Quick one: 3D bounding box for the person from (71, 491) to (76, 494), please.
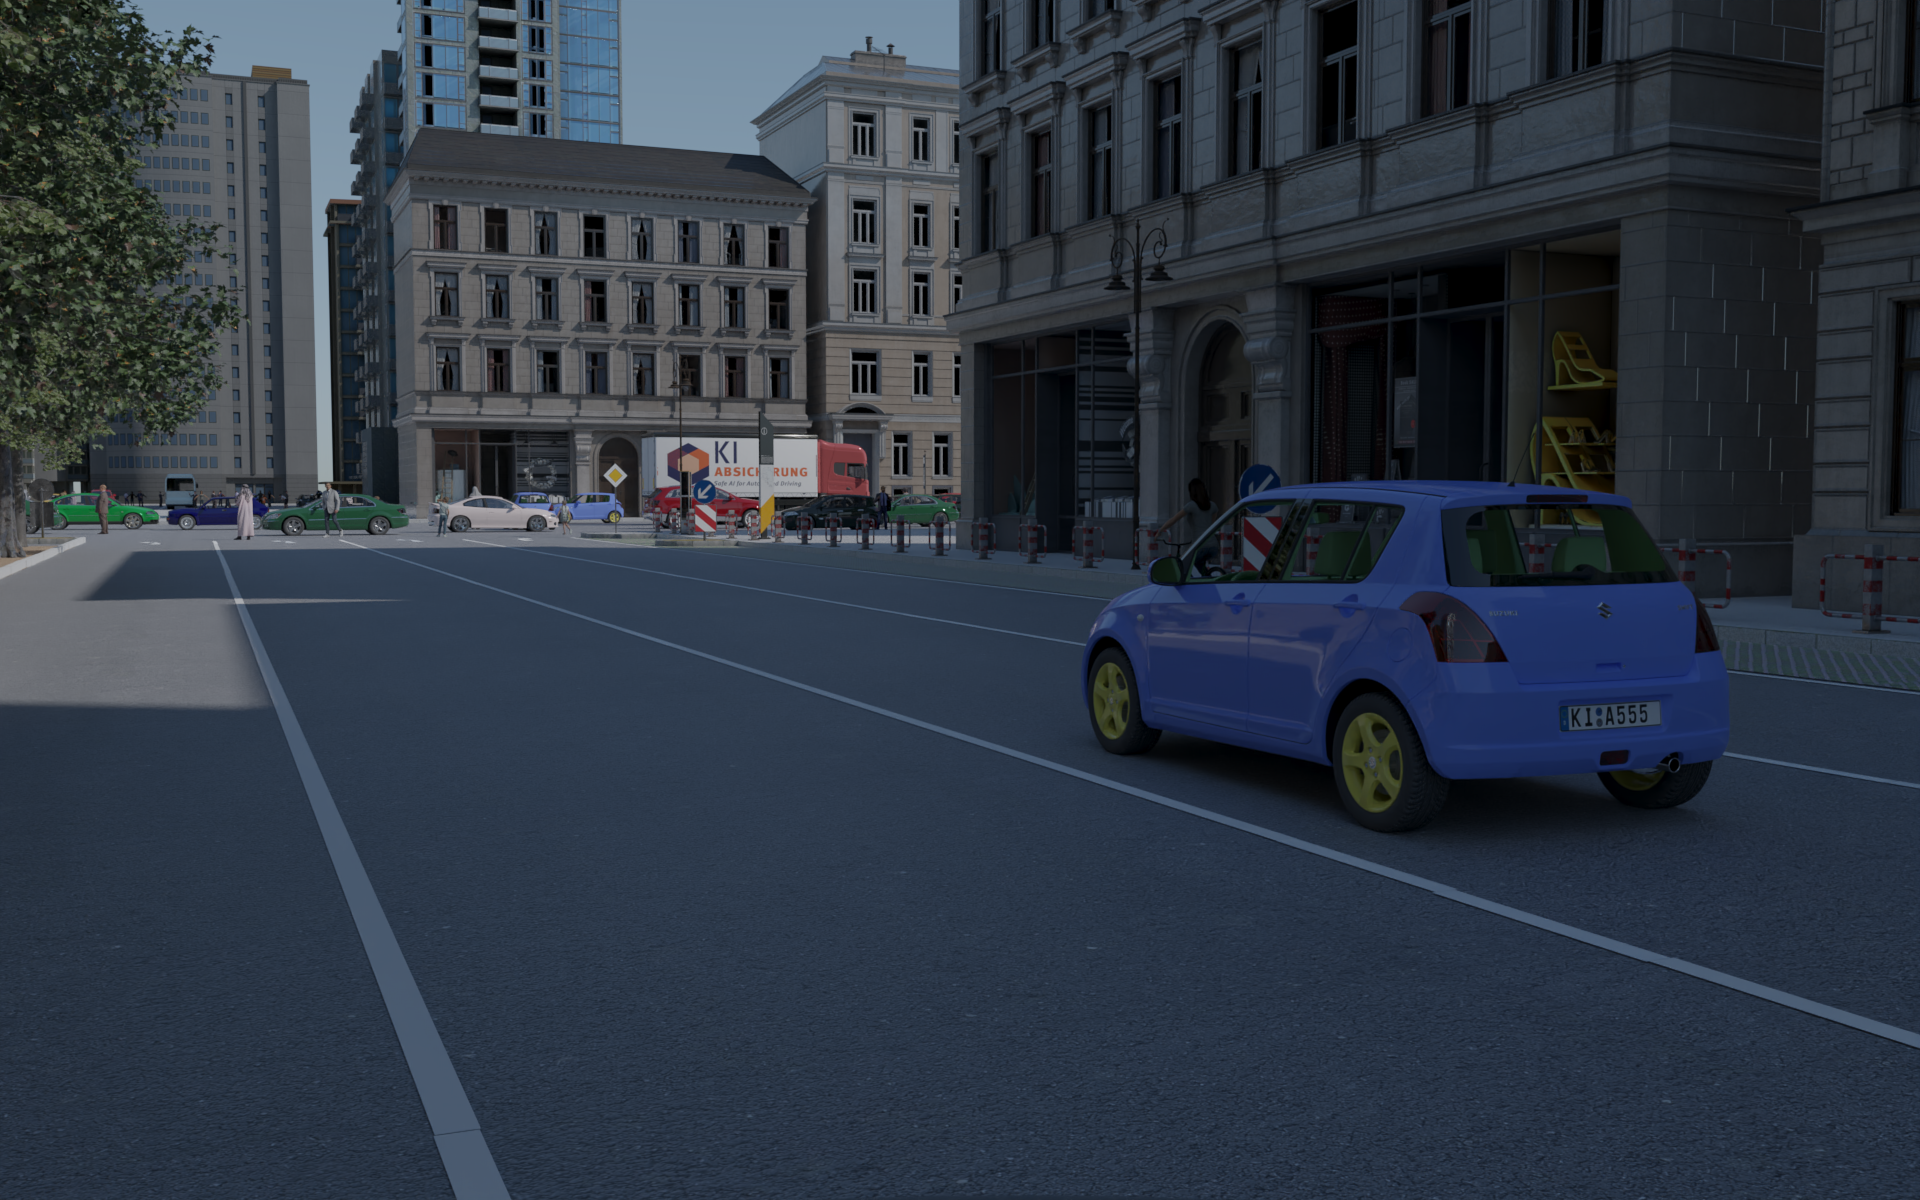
[{"bbox_3d":[-78.936,-8.871,154.217,0.621,1.740,0.551,2,4,31],"label":"person"}]

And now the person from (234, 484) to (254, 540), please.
[{"bbox_3d":[-22.369,-2.753,54.172,0.621,1.740,0.551,1,4,18],"label":"person"}]

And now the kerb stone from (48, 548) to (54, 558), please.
[{"bbox_3d":[-20.442,-1.011,38.754,0.120,0.150,1.000,-2,4,-24],"label":"kerb stone"}]

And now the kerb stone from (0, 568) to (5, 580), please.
[{"bbox_3d":[-16.703,-0.488,30.266,0.120,0.150,1.000,-2,4,-24],"label":"kerb stone"}]

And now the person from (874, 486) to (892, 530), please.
[{"bbox_3d":[-2.771,-3.259,62.602,0.655,1.722,0.431,-1,4,-18],"label":"person"}]

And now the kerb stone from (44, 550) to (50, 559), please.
[{"bbox_3d":[-20.026,-0.948,37.811,0.120,0.150,1.000,-2,4,-24],"label":"kerb stone"}]

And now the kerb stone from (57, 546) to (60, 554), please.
[{"bbox_3d":[-21.277,-1.128,40.631,0.120,0.150,1.000,-2,4,-24],"label":"kerb stone"}]

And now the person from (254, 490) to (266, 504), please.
[{"bbox_3d":[-70.195,-10.100,173.766,1.348,1.807,0.705,-3,5,-44],"label":"person"}]

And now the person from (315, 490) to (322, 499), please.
[{"bbox_3d":[-69.651,-11.010,188.140,1.348,1.869,0.705,-1,4,-21],"label":"person"}]

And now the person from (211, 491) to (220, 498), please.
[{"bbox_3d":[-62.572,-8.339,145.646,0.742,1.727,0.445,-1,4,-22],"label":"person"}]

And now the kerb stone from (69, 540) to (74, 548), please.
[{"bbox_3d":[-23.366,-1.414,45.358,0.120,0.150,1.000,-2,4,-24],"label":"kerb stone"}]

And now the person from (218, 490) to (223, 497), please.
[{"bbox_3d":[-84.128,-11.553,197.259,0.599,1.838,0.709,1,4,19],"label":"person"}]

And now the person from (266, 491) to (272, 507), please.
[{"bbox_3d":[-75.728,-11.093,189.889,0.705,1.822,1.348,-3,5,-44],"label":"person"}]

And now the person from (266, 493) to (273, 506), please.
[{"bbox_3d":[-86.208,-12.657,216.164,1.217,1.735,0.721,0,4,-5],"label":"person"}]

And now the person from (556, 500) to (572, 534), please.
[{"bbox_3d":[-14.034,-2.927,61.372,0.505,1.210,0.382,-2,4,-32],"label":"person"}]

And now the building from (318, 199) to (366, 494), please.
[{"bbox_3d":[-78.218,-36.536,251.987,28.867,44.769,22.147,-2,4,-24],"label":"building"}]

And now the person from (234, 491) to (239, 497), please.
[{"bbox_3d":[-90.355,-12.709,216.159,0.599,1.838,0.709,1,4,20],"label":"person"}]

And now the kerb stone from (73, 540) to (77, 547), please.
[{"bbox_3d":[-23.783,-1.473,46.296,0.120,0.150,1.000,-2,4,-24],"label":"kerb stone"}]

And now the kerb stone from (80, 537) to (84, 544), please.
[{"bbox_3d":[-25.024,-1.647,49.117,0.120,0.150,1.000,-2,4,-24],"label":"kerb stone"}]

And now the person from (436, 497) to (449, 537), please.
[{"bbox_3d":[-17.379,-2.799,58.180,0.435,1.345,0.340,-1,4,-19],"label":"person"}]

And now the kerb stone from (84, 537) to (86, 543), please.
[{"bbox_3d":[-25.443,-1.703,50.061,0.120,0.150,1.000,-2,4,-24],"label":"kerb stone"}]

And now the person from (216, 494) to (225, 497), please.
[{"bbox_3d":[-93.872,-12.932,219.901,1.348,1.831,0.705,-2,4,-34],"label":"person"}]

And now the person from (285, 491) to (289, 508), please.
[{"bbox_3d":[-66.734,-9.968,172.012,0.750,1.759,0.617,1,4,17],"label":"person"}]

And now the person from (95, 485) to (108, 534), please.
[{"bbox_3d":[-30.648,-3.228,61.832,0.434,1.755,0.990,-1,4,-14],"label":"person"}]

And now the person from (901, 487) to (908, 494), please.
[{"bbox_3d":[-2.872,-4.954,89.862,0.532,1.782,0.716,2,4,28],"label":"person"}]

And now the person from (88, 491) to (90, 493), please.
[{"bbox_3d":[-87.890,-10.131,174.856,1.217,1.736,0.721,-2,4,-26],"label":"person"}]

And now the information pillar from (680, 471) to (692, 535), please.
[{"bbox_3d":[-8.677,-3.080,54.846,0.304,2.012,0.304,0,4,5],"label":"information pillar"}]

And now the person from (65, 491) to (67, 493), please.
[{"bbox_3d":[-76.551,-8.494,148.087,1.217,1.735,0.721,2,4,30],"label":"person"}]

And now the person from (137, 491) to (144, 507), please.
[{"bbox_3d":[-88.297,-10.868,186.645,0.683,1.767,0.568,-3,4,-37],"label":"person"}]

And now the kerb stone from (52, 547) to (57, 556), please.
[{"bbox_3d":[-20.858,-1.070,39.693,0.120,0.150,1.000,-2,4,-24],"label":"kerb stone"}]

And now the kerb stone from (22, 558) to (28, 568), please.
[{"bbox_3d":[-17.959,-0.666,33.085,0.120,0.150,1.000,-2,4,-24],"label":"kerb stone"}]

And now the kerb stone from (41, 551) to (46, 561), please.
[{"bbox_3d":[-19.612,-0.894,36.860,0.120,0.150,1.000,-2,4,-24],"label":"kerb stone"}]

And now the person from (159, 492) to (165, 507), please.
[{"bbox_3d":[-90.051,-11.386,195.461,0.742,1.727,0.445,0,4,-3],"label":"person"}]

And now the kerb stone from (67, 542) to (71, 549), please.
[{"bbox_3d":[-22.961,-1.352,44.413,0.120,0.150,1.000,-2,4,-24],"label":"kerb stone"}]

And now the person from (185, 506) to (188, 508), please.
[{"bbox_3d":[-81.119,-10.592,181.766,1.350,1.814,0.705,3,5,40],"label":"person"}]

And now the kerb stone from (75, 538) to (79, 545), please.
[{"bbox_3d":[-24.194,-1.532,47.238,0.120,0.150,1.000,-2,4,-24],"label":"kerb stone"}]

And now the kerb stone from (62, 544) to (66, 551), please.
[{"bbox_3d":[-22.110,-1.235,42.526,0.120,0.150,1.000,-2,4,-24],"label":"kerb stone"}]

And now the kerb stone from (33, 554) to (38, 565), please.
[{"bbox_3d":[-18.778,-0.782,34.982,0.120,0.150,1.000,-2,4,-24],"label":"kerb stone"}]

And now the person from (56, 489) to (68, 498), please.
[{"bbox_3d":[-71.620,-7.940,138.421,1.348,1.812,0.705,-2,4,-24],"label":"person"}]

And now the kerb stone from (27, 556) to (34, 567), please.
[{"bbox_3d":[-18.366,-0.723,34.040,0.120,0.150,1.000,-2,4,-24],"label":"kerb stone"}]

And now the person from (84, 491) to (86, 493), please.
[{"bbox_3d":[-94.908,-10.941,188.113,0.721,1.736,1.217,0,4,-1],"label":"person"}]

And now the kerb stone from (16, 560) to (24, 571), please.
[{"bbox_3d":[-17.531,-0.607,32.150,0.120,0.150,1.000,-2,4,-24],"label":"kerb stone"}]

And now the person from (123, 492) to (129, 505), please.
[{"bbox_3d":[-93.283,-11.283,193.915,0.756,1.711,0.436,3,4,36],"label":"person"}]

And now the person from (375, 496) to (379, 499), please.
[{"bbox_3d":[-23.975,-3.586,71.046,0.435,1.345,0.340,2,4,30],"label":"person"}]

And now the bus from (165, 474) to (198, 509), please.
[{"bbox_3d":[-73.931,-10.371,164.421,2.948,3.499,13.247,-2,4,-23],"label":"bus"}]

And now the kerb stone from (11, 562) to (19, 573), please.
[{"bbox_3d":[-17.111,-0.551,31.209,0.120,0.150,1.000,-2,4,-24],"label":"kerb stone"}]

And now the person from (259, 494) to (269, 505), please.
[{"bbox_3d":[-59.125,-8.273,147.019,1.065,1.426,0.557,1,4,10],"label":"person"}]

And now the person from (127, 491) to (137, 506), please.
[{"bbox_3d":[-86.149,-10.448,180.150,0.721,1.723,1.217,3,4,38],"label":"person"}]

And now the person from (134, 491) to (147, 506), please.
[{"bbox_3d":[-92.016,-11.373,194.544,1.348,1.812,0.705,-1,4,-20],"label":"person"}]

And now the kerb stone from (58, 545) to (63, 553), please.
[{"bbox_3d":[-21.702,-1.186,41.581,0.120,0.150,1.000,-2,4,-24],"label":"kerb stone"}]

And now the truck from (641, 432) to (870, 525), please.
[{"bbox_3d":[-9.255,-5.691,81.962,11.283,4.237,2.839,-2,4,-25],"label":"truck"}]

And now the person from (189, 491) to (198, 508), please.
[{"bbox_3d":[-70.059,-9.112,158.276,0.742,1.727,0.445,-2,4,-35],"label":"person"}]

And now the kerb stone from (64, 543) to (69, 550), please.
[{"bbox_3d":[-22.537,-1.301,43.465,0.120,0.150,1.000,-2,4,-24],"label":"kerb stone"}]

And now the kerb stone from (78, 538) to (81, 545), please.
[{"bbox_3d":[-24.612,-1.588,48.176,0.120,0.150,1.000,-2,4,-24],"label":"kerb stone"}]

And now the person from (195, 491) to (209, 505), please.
[{"bbox_3d":[-66.020,-8.658,150.786,1.217,1.735,0.721,-2,4,-26],"label":"person"}]

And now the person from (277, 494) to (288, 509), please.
[{"bbox_3d":[-60.202,-8.711,154.114,0.628,1.438,0.799,2,4,30],"label":"person"}]

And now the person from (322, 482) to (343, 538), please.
[{"bbox_3d":[-20.765,-2.989,57.214,0.661,1.843,0.795,1,4,14],"label":"person"}]

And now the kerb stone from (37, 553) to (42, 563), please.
[{"bbox_3d":[-19.197,-0.835,35.920,0.120,0.150,1.000,-2,4,-24],"label":"kerb stone"}]

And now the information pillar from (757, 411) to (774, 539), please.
[{"bbox_3d":[-5.503,-3.533,49.124,0.504,3.616,0.183,-3,5,-43],"label":"information pillar"}]
